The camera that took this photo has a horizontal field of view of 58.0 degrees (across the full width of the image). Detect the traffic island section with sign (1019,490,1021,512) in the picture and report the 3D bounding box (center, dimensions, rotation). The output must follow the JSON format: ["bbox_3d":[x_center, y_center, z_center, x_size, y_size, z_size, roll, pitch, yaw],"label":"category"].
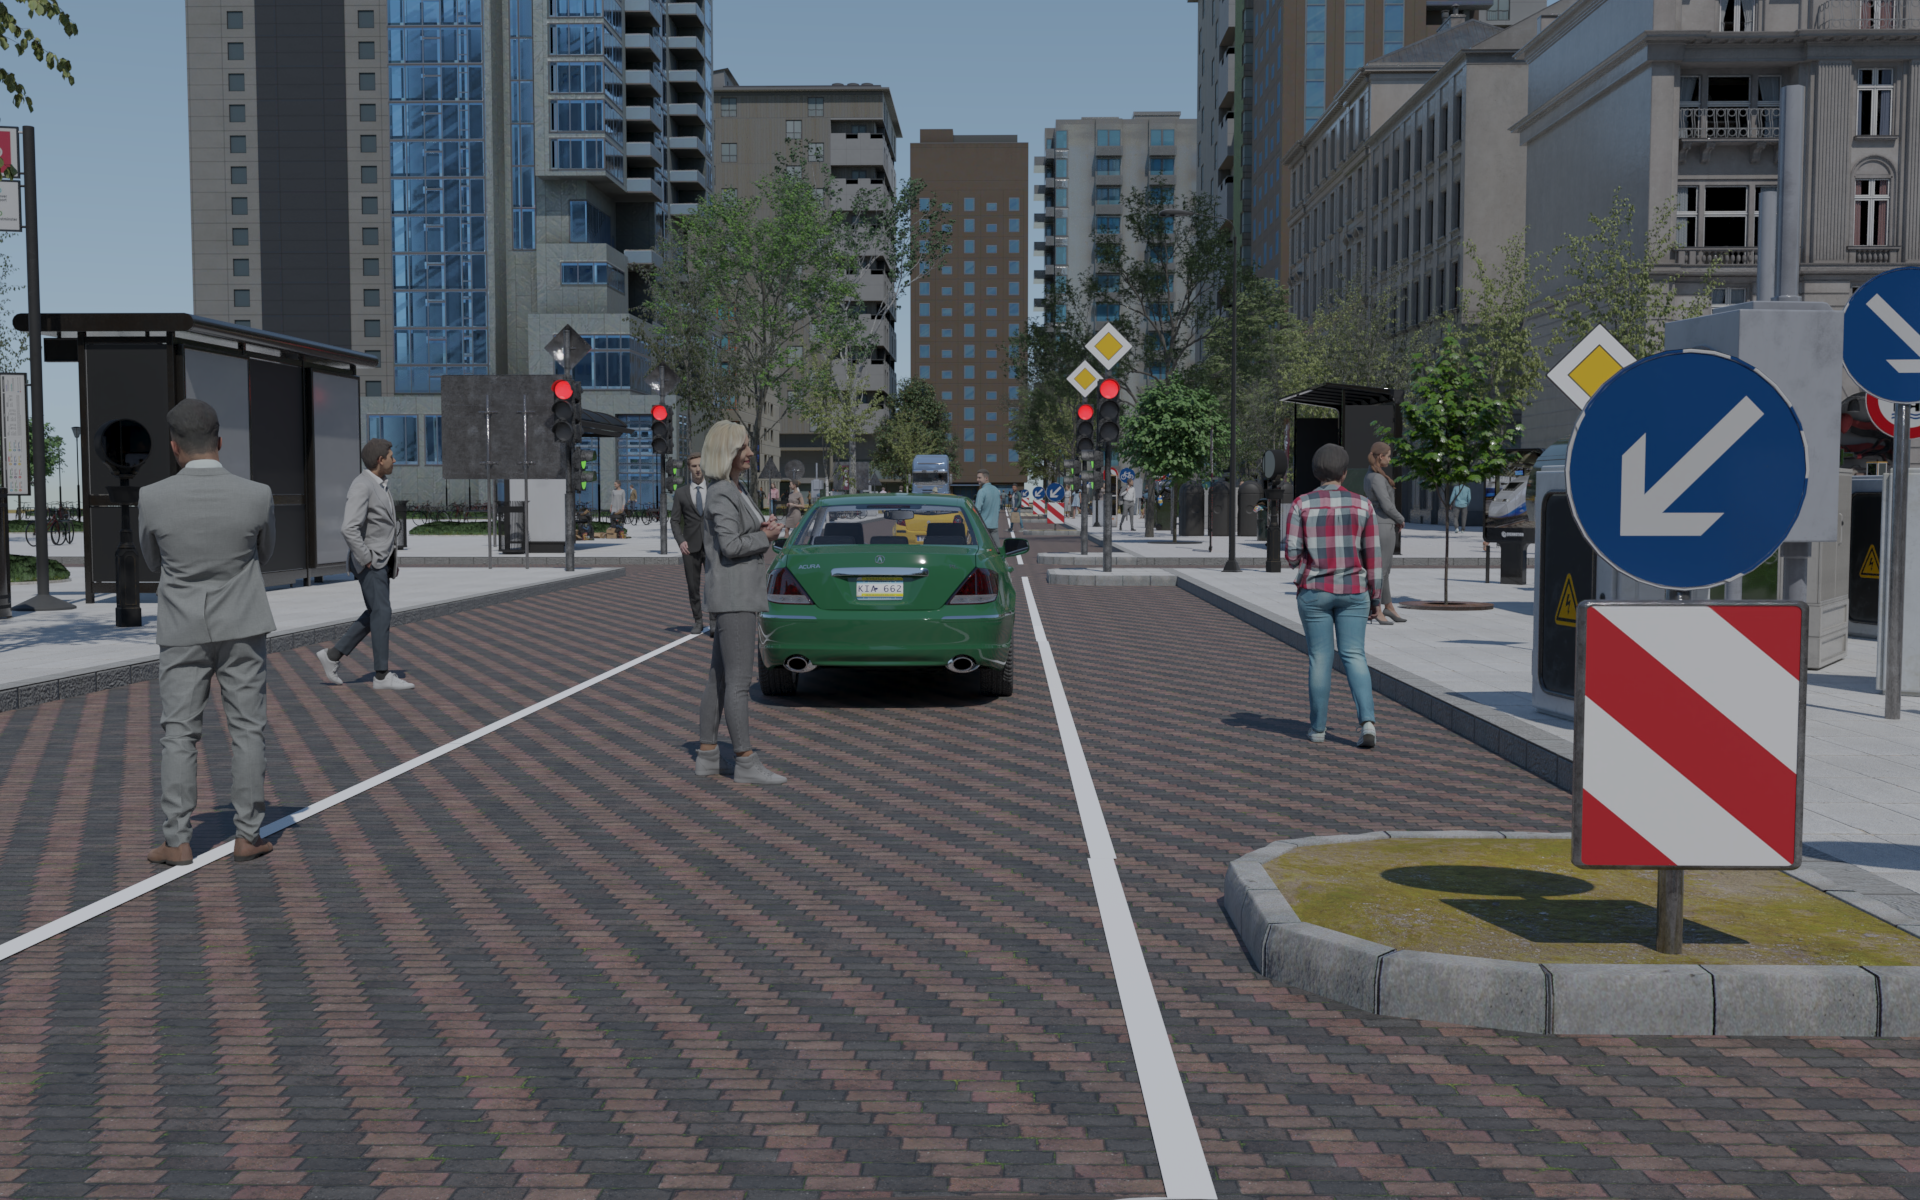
[{"bbox_3d":[3.885,-4.859,88.069,1.989,1.847,2.006,0,4,1],"label":"traffic island section with sign"}]

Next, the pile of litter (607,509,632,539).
[{"bbox_3d":[-10.125,-2.210,50.093,1.176,0.858,1.719,-1,4,-19],"label":"pile of litter"}]

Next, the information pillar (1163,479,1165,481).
[{"bbox_3d":[9.451,-4.605,79.784,0.304,2.012,0.304,2,4,29],"label":"information pillar"}]

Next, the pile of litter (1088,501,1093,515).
[{"bbox_3d":[8.264,-5.605,105.600,1.176,0.858,1.719,3,5,44],"label":"pile of litter"}]

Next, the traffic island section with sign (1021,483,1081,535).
[{"bbox_3d":[3.239,-3.209,61.101,1.989,1.847,2.006,0,4,1],"label":"traffic island section with sign"}]

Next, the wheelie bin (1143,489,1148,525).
[{"bbox_3d":[7.273,-3.529,65.601,0.693,1.594,0.980,0,4,0],"label":"wheelie bin"}]

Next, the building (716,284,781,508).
[{"bbox_3d":[-32.895,-19.321,160.939,28.899,21.520,27.650,0,4,1],"label":"building"}]

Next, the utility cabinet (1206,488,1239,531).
[{"bbox_3d":[9.137,-3.098,59.332,1.173,1.500,0.318,2,4,30],"label":"utility cabinet"}]

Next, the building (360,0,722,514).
[{"bbox_3d":[-29.220,-49.744,125.988,22.319,86.520,31.000,0,4,1],"label":"building"}]

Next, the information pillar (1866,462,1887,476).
[{"bbox_3d":[20.922,-2.146,39.582,0.304,2.012,0.304,-2,4,-23],"label":"information pillar"}]

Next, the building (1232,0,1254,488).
[{"bbox_3d":[28.558,-27.789,137.948,14.154,41.232,14.086,0,4,1],"label":"building"}]

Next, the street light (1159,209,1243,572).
[{"bbox_3d":[3.937,-3.414,28.364,1.470,5.913,1.316,0,4,1],"label":"street light"}]

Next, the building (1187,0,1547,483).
[{"bbox_3d":[36.425,-34.797,158.165,28.713,52.752,27.495,0,4,1],"label":"building"}]

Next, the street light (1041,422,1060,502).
[{"bbox_3d":[5.840,-8.498,111.487,1.470,5.913,1.316,0,4,1],"label":"street light"}]

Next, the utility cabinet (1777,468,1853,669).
[{"bbox_3d":[6.449,-0.267,13.039,0.318,1.500,1.173,3,4,36],"label":"utility cabinet"}]

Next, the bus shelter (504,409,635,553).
[{"bbox_3d":[-9.083,-2.822,40.057,2.014,3.302,5.546,0,4,1],"label":"bus shelter"}]

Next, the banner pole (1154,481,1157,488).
[{"bbox_3d":[8.634,-5.299,76.653,0.401,3.779,0.863,0,4,-2],"label":"banner pole"}]

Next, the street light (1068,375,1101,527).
[{"bbox_3d":[4.789,-5.794,67.273,1.470,5.913,1.316,0,4,1],"label":"street light"}]

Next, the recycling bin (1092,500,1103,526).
[{"bbox_3d":[5.747,-3.448,68.923,0.722,1.027,0.722,3,4,37],"label":"recycling bin"}]

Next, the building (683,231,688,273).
[{"bbox_3d":[-47.932,-34.637,220.939,28.867,44.769,22.147,0,4,1],"label":"building"}]

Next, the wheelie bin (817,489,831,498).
[{"bbox_3d":[-8.454,-6.116,107.907,0.980,1.594,0.693,-1,4,-11],"label":"wheelie bin"}]

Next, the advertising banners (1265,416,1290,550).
[{"bbox_3d":[7.360,-2.688,40.132,0.090,3.025,2.074,0,4,-3],"label":"advertising banners"}]

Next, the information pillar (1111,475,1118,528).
[{"bbox_3d":[5.894,-3.792,66.498,0.304,2.012,0.304,1,4,10],"label":"information pillar"}]

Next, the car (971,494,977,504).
[{"bbox_3d":[1.825,-8.395,147.050,2.009,1.686,4.222,0,4,1],"label":"car"}]

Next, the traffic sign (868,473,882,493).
[{"bbox_3d":[-5.204,-6.466,105.730,0.884,2.594,0.081,0,4,6],"label":"traffic sign"}]

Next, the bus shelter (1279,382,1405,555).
[{"bbox_3d":[8.602,-2.946,39.450,1.731,3.624,6.357,0,4,1],"label":"bus shelter"}]

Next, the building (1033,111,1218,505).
[{"bbox_3d":[24.509,-36.693,219.540,30.456,49.044,23.786,0,4,1],"label":"building"}]

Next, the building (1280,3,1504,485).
[{"bbox_3d":[26.307,-18.421,98.454,12.463,27.353,25.104,0,4,1],"label":"building"}]

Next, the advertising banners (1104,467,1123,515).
[{"bbox_3d":[9.713,-6.851,108.204,0.090,3.025,2.074,-3,4,-37],"label":"advertising banners"}]

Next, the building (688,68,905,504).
[{"bbox_3d":[-19.685,-38.767,223.077,27.495,52.752,28.713,0,4,1],"label":"building"}]

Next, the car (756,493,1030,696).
[{"bbox_3d":[-0.498,-0.118,13.735,2.131,1.459,4.920,0,4,1],"label":"car"}]

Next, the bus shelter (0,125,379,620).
[{"bbox_3d":[-9.868,-2.685,21.536,2.179,5.291,8.768,0,4,1],"label":"bus shelter"}]

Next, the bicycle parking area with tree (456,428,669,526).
[{"bbox_3d":[-17.034,-5.123,70.770,8.231,4.147,9.016,3,4,37],"label":"bicycle parking area with tree"}]

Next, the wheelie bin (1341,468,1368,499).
[{"bbox_3d":[4.784,-0.826,21.409,0.980,1.594,0.693,3,4,37],"label":"wheelie bin"}]

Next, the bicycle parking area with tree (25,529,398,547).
[{"bbox_3d":[-19.285,-3.590,45.696,8.231,4.147,9.016,1,4,9],"label":"bicycle parking area with tree"}]

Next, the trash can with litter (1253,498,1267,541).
[{"bbox_3d":[8.307,-2.211,47.534,0.624,1.170,1.055,0,4,3],"label":"trash can with litter"}]

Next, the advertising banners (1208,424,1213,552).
[{"bbox_3d":[5.649,-2.614,38.930,0.090,3.025,2.074,1,4,9],"label":"advertising banners"}]

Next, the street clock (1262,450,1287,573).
[{"bbox_3d":[5.126,-1.450,28.273,0.358,2.002,0.471,-1,4,-17],"label":"street clock"}]

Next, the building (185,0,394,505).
[{"bbox_3d":[-57.979,-44.356,163.471,20.611,71.187,20.563,0,4,1],"label":"building"}]

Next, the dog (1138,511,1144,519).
[{"bbox_3d":[9.630,-4.435,90.253,0.748,0.427,0.550,0,4,-5],"label":"dog"}]

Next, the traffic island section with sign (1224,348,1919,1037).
[{"bbox_3d":[1.903,0.190,5.527,1.989,1.847,2.006,0,4,1],"label":"traffic island section with sign"}]

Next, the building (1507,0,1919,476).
[{"bbox_3d":[31.314,-13.033,54.882,24.055,21.916,13.314,0,4,1],"label":"building"}]

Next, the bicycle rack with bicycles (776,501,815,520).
[{"bbox_3d":[-7.261,-4.362,84.695,2.852,0.926,2.925,-3,5,-43],"label":"bicycle rack with bicycles"}]

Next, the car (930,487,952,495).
[{"bbox_3d":[-0.603,-1.867,40.756,2.015,1.641,3.980,0,4,3],"label":"car"}]

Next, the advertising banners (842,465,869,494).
[{"bbox_3d":[-6.305,-6.655,105.002,2.074,3.025,0.090,2,4,31],"label":"advertising banners"}]

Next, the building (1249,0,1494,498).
[{"bbox_3d":[28.759,-28.966,123.698,14.600,45.320,14.200,0,4,1],"label":"building"}]

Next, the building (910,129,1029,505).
[{"bbox_3d":[1.270,-34.582,215.523,14.200,45.320,14.600,0,4,1],"label":"building"}]

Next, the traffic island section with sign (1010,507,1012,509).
[{"bbox_3d":[5.131,-8.006,139.518,1.989,1.847,2.006,0,4,1],"label":"traffic island section with sign"}]

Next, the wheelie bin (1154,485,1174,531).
[{"bbox_3d":[7.194,-3.239,60.860,0.693,1.594,0.980,1,4,10],"label":"wheelie bin"}]

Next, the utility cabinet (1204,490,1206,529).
[{"bbox_3d":[8.758,-3.340,63.295,0.318,1.500,1.173,-3,5,-44],"label":"utility cabinet"}]

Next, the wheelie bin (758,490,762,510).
[{"bbox_3d":[-10.127,-4.743,85.452,0.693,1.594,0.980,-1,4,-8],"label":"wheelie bin"}]

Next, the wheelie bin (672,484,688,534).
[{"bbox_3d":[-8.715,-2.885,55.075,0.980,1.594,0.693,1,4,19],"label":"wheelie bin"}]

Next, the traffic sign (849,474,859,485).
[{"bbox_3d":[-6.613,-6.546,107.140,0.768,2.556,0.104,0,4,8],"label":"traffic sign"}]

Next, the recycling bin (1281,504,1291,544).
[{"bbox_3d":[8.692,-1.991,45.110,0.722,1.027,0.722,3,5,42],"label":"recycling bin"}]

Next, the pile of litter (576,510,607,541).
[{"bbox_3d":[-10.664,-2.084,48.041,1.176,0.858,1.719,0,4,4],"label":"pile of litter"}]

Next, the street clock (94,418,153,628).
[{"bbox_3d":[-8.045,-0.742,16.702,0.471,2.002,0.358,-3,5,-42],"label":"street clock"}]

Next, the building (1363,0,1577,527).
[{"bbox_3d":[24.521,-13.912,76.604,9.793,20.994,18.267,0,4,1],"label":"building"}]
